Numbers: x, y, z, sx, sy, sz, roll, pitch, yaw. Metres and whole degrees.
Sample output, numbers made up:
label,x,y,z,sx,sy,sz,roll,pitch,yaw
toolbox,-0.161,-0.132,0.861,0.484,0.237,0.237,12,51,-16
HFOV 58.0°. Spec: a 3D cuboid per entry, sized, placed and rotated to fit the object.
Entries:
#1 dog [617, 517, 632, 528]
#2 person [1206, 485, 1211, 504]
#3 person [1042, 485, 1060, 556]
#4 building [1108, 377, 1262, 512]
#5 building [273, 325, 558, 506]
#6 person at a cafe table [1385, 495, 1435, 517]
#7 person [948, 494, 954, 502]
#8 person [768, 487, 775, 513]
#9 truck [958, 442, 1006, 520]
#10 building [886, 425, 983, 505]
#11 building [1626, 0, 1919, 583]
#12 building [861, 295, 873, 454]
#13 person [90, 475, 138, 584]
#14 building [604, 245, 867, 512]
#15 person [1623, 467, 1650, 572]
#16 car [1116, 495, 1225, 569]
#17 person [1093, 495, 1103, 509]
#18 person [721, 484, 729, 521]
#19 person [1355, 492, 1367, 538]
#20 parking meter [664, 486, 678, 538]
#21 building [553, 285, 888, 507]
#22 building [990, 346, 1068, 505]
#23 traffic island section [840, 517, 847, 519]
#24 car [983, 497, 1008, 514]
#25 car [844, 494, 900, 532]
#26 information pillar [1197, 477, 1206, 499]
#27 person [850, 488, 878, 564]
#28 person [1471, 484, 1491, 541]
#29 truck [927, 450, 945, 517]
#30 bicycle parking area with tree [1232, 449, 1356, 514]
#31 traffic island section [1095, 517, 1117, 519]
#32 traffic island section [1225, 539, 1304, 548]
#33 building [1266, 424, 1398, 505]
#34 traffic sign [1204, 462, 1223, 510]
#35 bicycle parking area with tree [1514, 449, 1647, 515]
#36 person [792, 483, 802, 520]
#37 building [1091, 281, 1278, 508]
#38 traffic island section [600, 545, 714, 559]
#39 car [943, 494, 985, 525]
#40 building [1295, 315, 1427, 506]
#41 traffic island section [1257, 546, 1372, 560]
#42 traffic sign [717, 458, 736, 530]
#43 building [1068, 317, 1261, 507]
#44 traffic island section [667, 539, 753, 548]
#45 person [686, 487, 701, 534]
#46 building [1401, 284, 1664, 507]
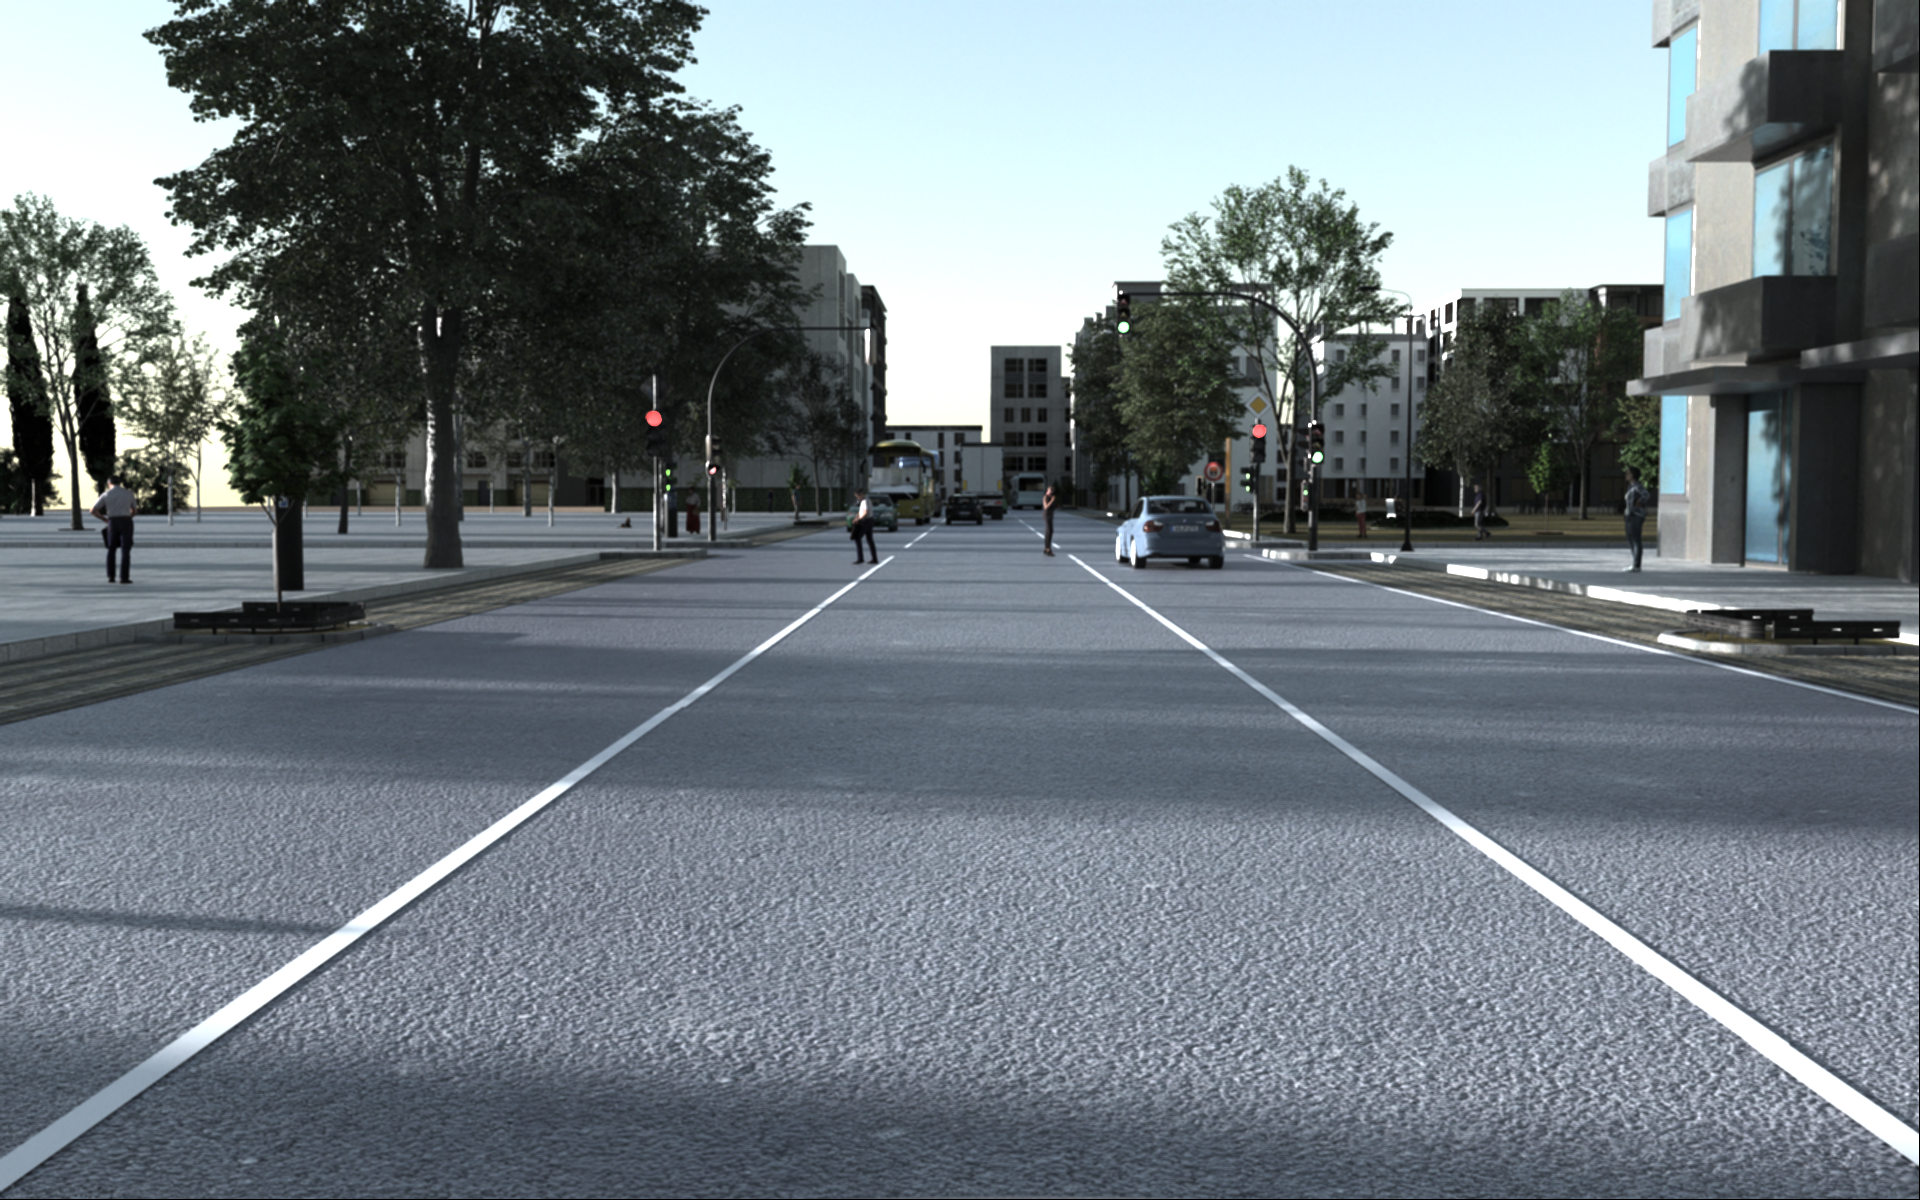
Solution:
label,x,y,z,sx,sy,sz,roll,pitch,yaw
dog,-12.792,-2.949,65.957,0.748,0.427,0.550,-2,4,-25
person,13.280,-5.318,93.440,0.568,1.767,0.683,-1,4,-9
person,2.122,-1.844,40.116,0.415,1.643,0.593,-2,4,-29
building,17.308,-12.029,138.825,9.099,9.664,28.070,0,4,1
building,-56.527,-19.793,190.073,31.486,18.905,16.747,0,4,1
person at a cafe table,18.047,-3.643,70.426,1.726,1.238,1.698,-2,4,-35
person,-0.992,-10.980,191.254,0.697,1.427,0.421,2,4,29
person,-13.012,-6.903,119.617,0.504,1.737,0.576,0,4,-6
truck,1.272,-6.770,99.606,2.839,4.237,11.283,0,4,1
building,-11.271,-16.510,212.088,28.070,9.664,9.099,0,4,1
building,23.634,-24.556,21.103,23.786,49.044,30.456,0,4,1
building,-16.010,-18.592,160.404,16.016,20.091,11.380,0,4,1
person,-12.172,-1.020,24.940,0.614,1.554,0.590,-2,4,-23
building,-16.874,-16.673,139.058,16.747,18.905,31.486,0,4,1
person,11.173,-1.337,28.632,0.376,1.734,0.841,1,4,19
car,4.174,-1.383,34.617,2.014,1.417,4.499,0,4,-1
person,11.874,-8.500,148.271,1.065,1.426,0.557,2,4,25
person,-11.071,-4.580,81.475,0.434,1.755,0.990,0,4,3
person,11.819,-2.509,50.976,0.435,1.345,0.340,2,4,35
parking meter,-8.500,-2.602,50.951,0.372,1.533,0.369,0,3,0
building,-24.539,-20.781,183.744,32.646,21.610,27.936,0,4,1
building,19.473,-21.293,214.602,31.486,18.905,16.747,0,4,1
traffic island section,-5.805,-4.657,99.008,1.991,0.108,1.994,0,4,1
car,2.544,-7.197,126.475,1.959,1.807,4.718,0,4,3
car,-3.356,-3.359,66.719,2.131,1.459,4.920,0,3,0
information pillar,10.176,-4.191,73.009,0.304,2.012,0.304,3,5,41
person,-1.968,-1.517,35.520,0.590,1.554,0.614,0,4,-7
person,14.283,-2.398,47.465,0.569,1.553,0.471,-3,5,-42
truck,-2.449,-7.498,112.346,2.967,4.110,18.799,0,4,0
bicycle parking area with tree,21.737,-7.677,112.518,9.016,4.147,8.231,1,4,21
traffic island section,8.777,-4.695,99.633,1.991,0.108,1.994,0,4,1
traffic island section,8.107,-1.525,47.214,2.009,0.180,2.903,0,4,1
building,49.768,-16.445,211.025,28.070,9.664,9.099,0,4,1
traffic sign,10.075,-4.205,68.855,0.768,2.556,0.104,0,4,7
bicycle parking area with tree,39.298,-7.514,109.856,8.231,4.147,9.016,2,4,23
person,-7.995,-4.844,85.376,0.434,1.807,0.598,3,5,44
building,20.280,-18.547,159.666,16.016,20.091,11.380,0,4,1
traffic island section,-6.896,-1.049,39.425,2.009,0.180,2.903,0,4,1
car,0.187,-4.393,81.606,2.009,1.686,4.222,0,4,0
building,43.361,-20.335,188.896,11.380,20.091,16.016,0,4,1
traffic island section,8.004,-1.037,39.230,2.009,0.180,2.903,0,4,1
traffic sign,-8.304,-3.736,61.197,0.768,2.556,0.104,1,4,9
building,20.824,-19.286,181.789,16.747,18.905,31.486,0,4,1
traffic island section,-6.793,-1.537,47.410,2.009,0.180,2.903,0,4,1
person,-8.603,-2.899,55.911,0.523,1.526,0.387,1,4,17
building,66.088,-20.727,182.860,32.646,21.610,27.936,0,4,1
